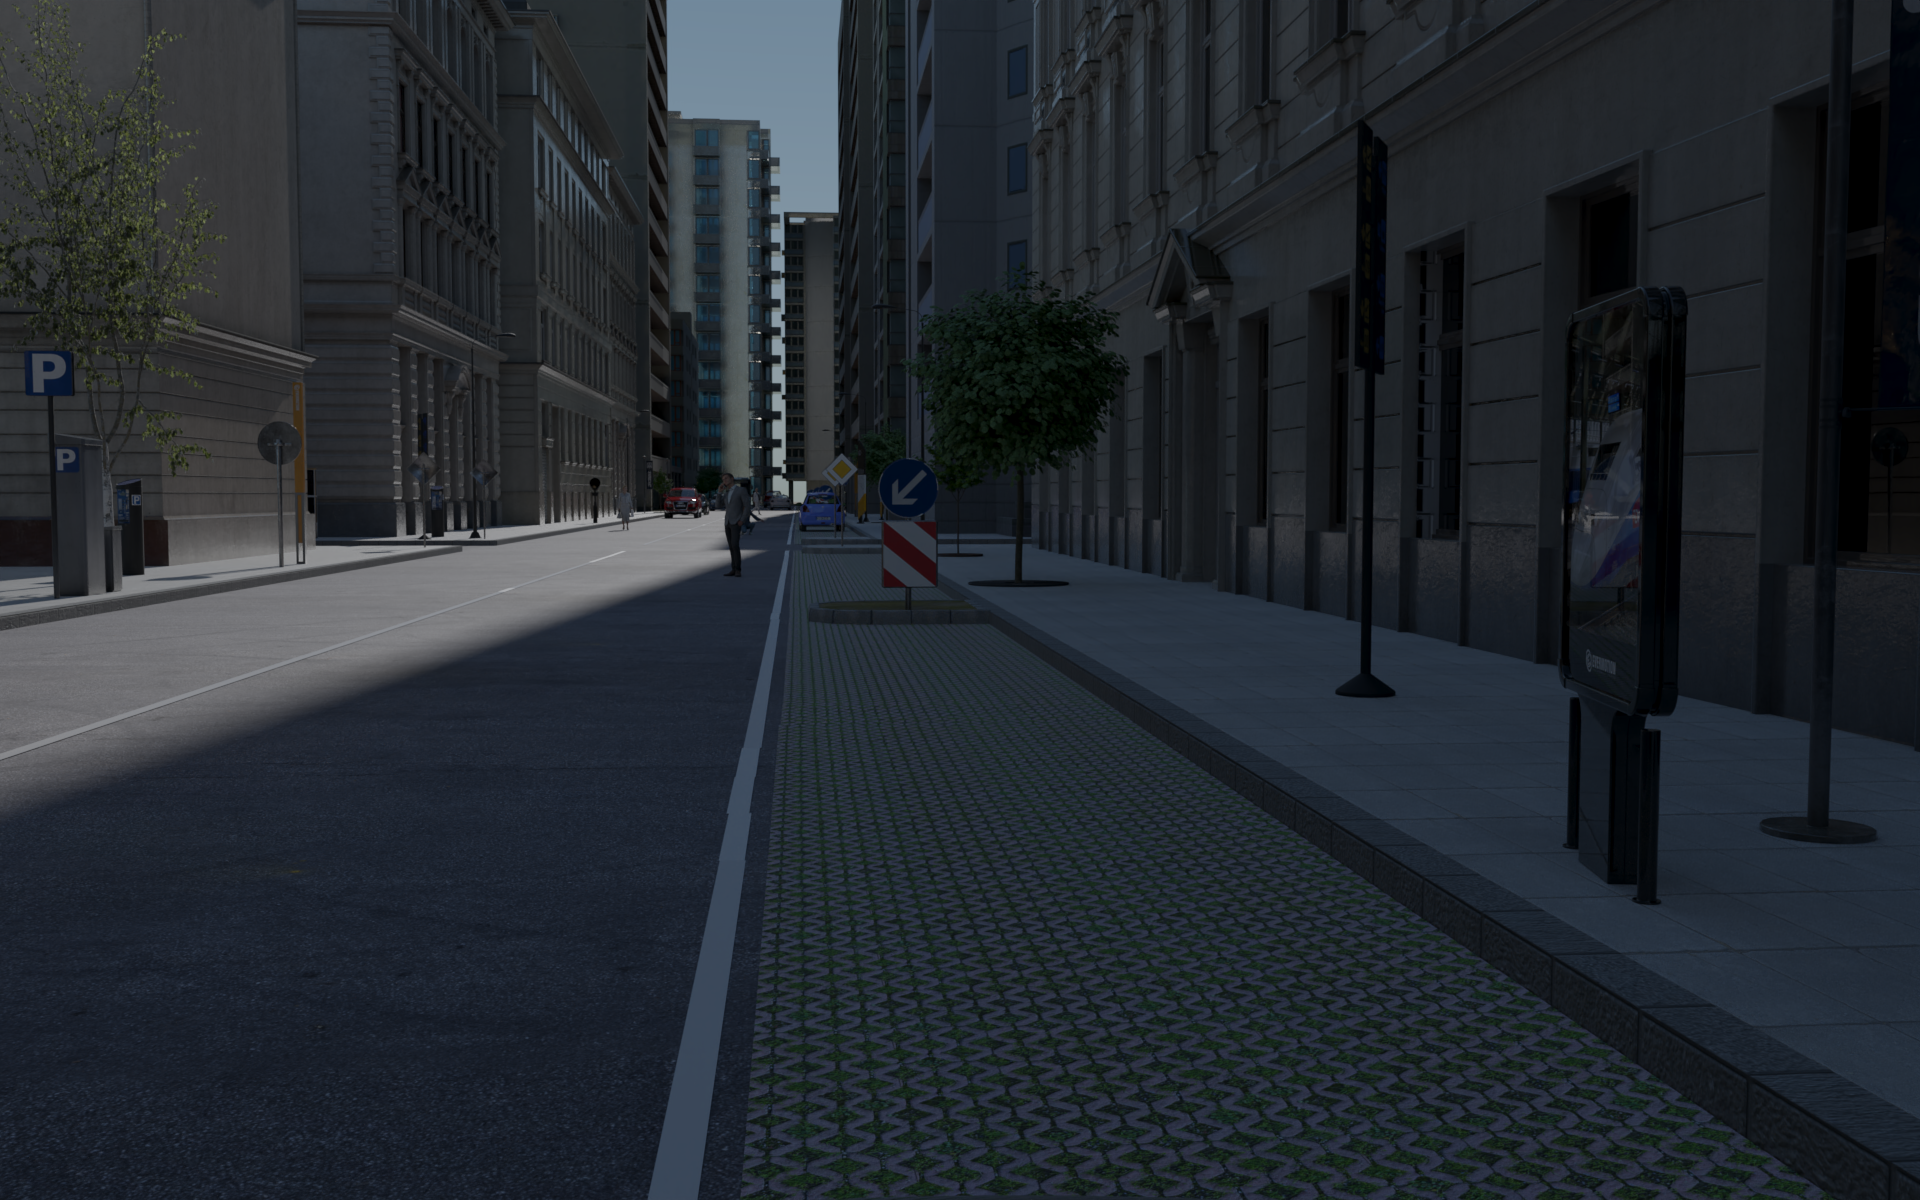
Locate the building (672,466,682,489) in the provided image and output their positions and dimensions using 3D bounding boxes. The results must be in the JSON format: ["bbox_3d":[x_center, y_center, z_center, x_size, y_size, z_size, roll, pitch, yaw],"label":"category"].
[{"bbox_3d":[-35.656,-43.768,153.857,20.563,71.187,20.611,0,4,-5],"label":"building"}]

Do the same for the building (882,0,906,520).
[{"bbox_3d":[2.889,-19.502,90.559,14.160,30.474,14.107,0,4,-5],"label":"building"}]

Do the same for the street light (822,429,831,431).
[{"bbox_3d":[-9.186,-9.299,124.578,1.470,5.913,1.316,0,4,-5],"label":"street light"}]

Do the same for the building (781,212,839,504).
[{"bbox_3d":[-11.137,-32.623,225.260,23.993,40.220,32.217,0,4,-5],"label":"building"}]

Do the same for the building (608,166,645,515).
[{"bbox_3d":[-26.265,-17.160,109.441,11.050,23.489,19.941,0,4,-5],"label":"building"}]

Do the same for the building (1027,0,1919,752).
[{"bbox_3d":[11.561,-14.905,20.108,17.030,29.872,44.131,0,4,-5],"label":"building"}]

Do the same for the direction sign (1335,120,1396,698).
[{"bbox_3d":[2.593,-1.161,10.973,0.379,3.537,0.876,2,4,23],"label":"direction sign"}]

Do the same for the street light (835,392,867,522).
[{"bbox_3d":[-4.852,-6.531,79.328,1.470,5.913,1.316,0,4,-5],"label":"street light"}]

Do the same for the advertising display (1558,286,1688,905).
[{"bbox_3d":[2.196,-0.036,5.807,0.123,1.923,0.974,0,4,5],"label":"advertising display"}]

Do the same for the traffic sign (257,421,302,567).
[{"bbox_3d":[-11.892,-1.846,30.283,0.768,2.556,0.104,0,4,-1],"label":"traffic sign"}]

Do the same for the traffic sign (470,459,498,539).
[{"bbox_3d":[-13.587,-2.802,49.460,0.795,2.450,0.064,0,4,-5],"label":"traffic sign"}]

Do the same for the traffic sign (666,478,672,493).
[{"bbox_3d":[-20.288,-7.260,119.891,0.795,2.450,0.064,0,4,-5],"label":"traffic sign"}]

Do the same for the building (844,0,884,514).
[{"bbox_3d":[2.669,-41.374,114.718,20.563,71.187,20.611,0,4,-5],"label":"building"}]

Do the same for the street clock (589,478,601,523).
[{"bbox_3d":[-16.074,-4.387,76.291,0.471,2.002,0.358,-1,4,-16],"label":"street clock"}]

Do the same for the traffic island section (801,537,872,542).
[{"bbox_3d":[-3.611,-1.723,50.447,2.009,0.180,2.903,0,4,-5],"label":"traffic island section"}]

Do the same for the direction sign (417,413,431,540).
[{"bbox_3d":[-15.130,-3.475,48.821,0.379,3.537,0.876,-2,4,-33],"label":"direction sign"}]

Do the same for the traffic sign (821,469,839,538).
[{"bbox_3d":[-3.634,-2.858,50.368,0.795,2.450,0.064,0,4,-5],"label":"traffic sign"}]

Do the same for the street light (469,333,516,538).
[{"bbox_3d":[-13.516,-4.742,50.079,1.470,5.913,1.316,0,4,-5],"label":"street light"}]

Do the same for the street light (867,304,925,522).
[{"bbox_3d":[-1.458,-4.279,42.502,1.470,5.913,1.316,0,4,-5],"label":"street light"}]

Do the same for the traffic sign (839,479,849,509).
[{"bbox_3d":[-7.281,-6.578,107.660,0.768,2.556,0.104,0,4,3],"label":"traffic sign"}]

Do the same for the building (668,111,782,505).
[{"bbox_3d":[-37.932,-36.663,219.043,30.456,49.044,23.786,0,4,-5],"label":"building"}]

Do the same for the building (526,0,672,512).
[{"bbox_3d":[-33.971,-31.182,133.524,21.300,48.544,21.600,0,4,-5],"label":"building"}]

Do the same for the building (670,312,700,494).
[{"bbox_3d":[-43.013,-20.705,183.566,28.899,21.520,27.650,0,4,-5],"label":"building"}]

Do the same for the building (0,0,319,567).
[{"bbox_3d":[-23.523,-10.361,34.030,19.286,19.102,10.561,0,4,-5],"label":"building"}]

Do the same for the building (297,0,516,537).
[{"bbox_3d":[-22.387,-14.111,59.587,11.050,23.489,19.941,0,4,-5],"label":"building"}]

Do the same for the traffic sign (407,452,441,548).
[{"bbox_3d":[-12.842,-2.316,41.509,0.795,2.450,0.064,0,4,-5],"label":"traffic sign"}]

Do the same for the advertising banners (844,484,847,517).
[{"bbox_3d":[-6.595,-6.304,99.251,0.090,3.025,2.074,0,4,-7],"label":"advertising banners"}]

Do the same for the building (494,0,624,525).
[{"bbox_3d":[-25.907,-15.355,84.338,16.112,22.955,30.059,0,4,-5],"label":"building"}]

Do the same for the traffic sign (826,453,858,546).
[{"bbox_3d":[-2.889,-2.372,42.418,0.795,2.450,0.064,0,4,-5],"label":"traffic sign"}]

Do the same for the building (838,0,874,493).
[{"bbox_3d":[-0.317,-32.814,160.205,21.300,48.544,21.600,0,4,-5],"label":"building"}]

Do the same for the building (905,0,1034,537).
[{"bbox_3d":[12.703,-31.671,59.827,28.212,58.520,21.231,0,4,-5],"label":"building"}]

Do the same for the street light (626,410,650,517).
[{"bbox_3d":[-17.862,-7.545,95.909,1.470,5.913,1.316,0,4,-5],"label":"street light"}]
